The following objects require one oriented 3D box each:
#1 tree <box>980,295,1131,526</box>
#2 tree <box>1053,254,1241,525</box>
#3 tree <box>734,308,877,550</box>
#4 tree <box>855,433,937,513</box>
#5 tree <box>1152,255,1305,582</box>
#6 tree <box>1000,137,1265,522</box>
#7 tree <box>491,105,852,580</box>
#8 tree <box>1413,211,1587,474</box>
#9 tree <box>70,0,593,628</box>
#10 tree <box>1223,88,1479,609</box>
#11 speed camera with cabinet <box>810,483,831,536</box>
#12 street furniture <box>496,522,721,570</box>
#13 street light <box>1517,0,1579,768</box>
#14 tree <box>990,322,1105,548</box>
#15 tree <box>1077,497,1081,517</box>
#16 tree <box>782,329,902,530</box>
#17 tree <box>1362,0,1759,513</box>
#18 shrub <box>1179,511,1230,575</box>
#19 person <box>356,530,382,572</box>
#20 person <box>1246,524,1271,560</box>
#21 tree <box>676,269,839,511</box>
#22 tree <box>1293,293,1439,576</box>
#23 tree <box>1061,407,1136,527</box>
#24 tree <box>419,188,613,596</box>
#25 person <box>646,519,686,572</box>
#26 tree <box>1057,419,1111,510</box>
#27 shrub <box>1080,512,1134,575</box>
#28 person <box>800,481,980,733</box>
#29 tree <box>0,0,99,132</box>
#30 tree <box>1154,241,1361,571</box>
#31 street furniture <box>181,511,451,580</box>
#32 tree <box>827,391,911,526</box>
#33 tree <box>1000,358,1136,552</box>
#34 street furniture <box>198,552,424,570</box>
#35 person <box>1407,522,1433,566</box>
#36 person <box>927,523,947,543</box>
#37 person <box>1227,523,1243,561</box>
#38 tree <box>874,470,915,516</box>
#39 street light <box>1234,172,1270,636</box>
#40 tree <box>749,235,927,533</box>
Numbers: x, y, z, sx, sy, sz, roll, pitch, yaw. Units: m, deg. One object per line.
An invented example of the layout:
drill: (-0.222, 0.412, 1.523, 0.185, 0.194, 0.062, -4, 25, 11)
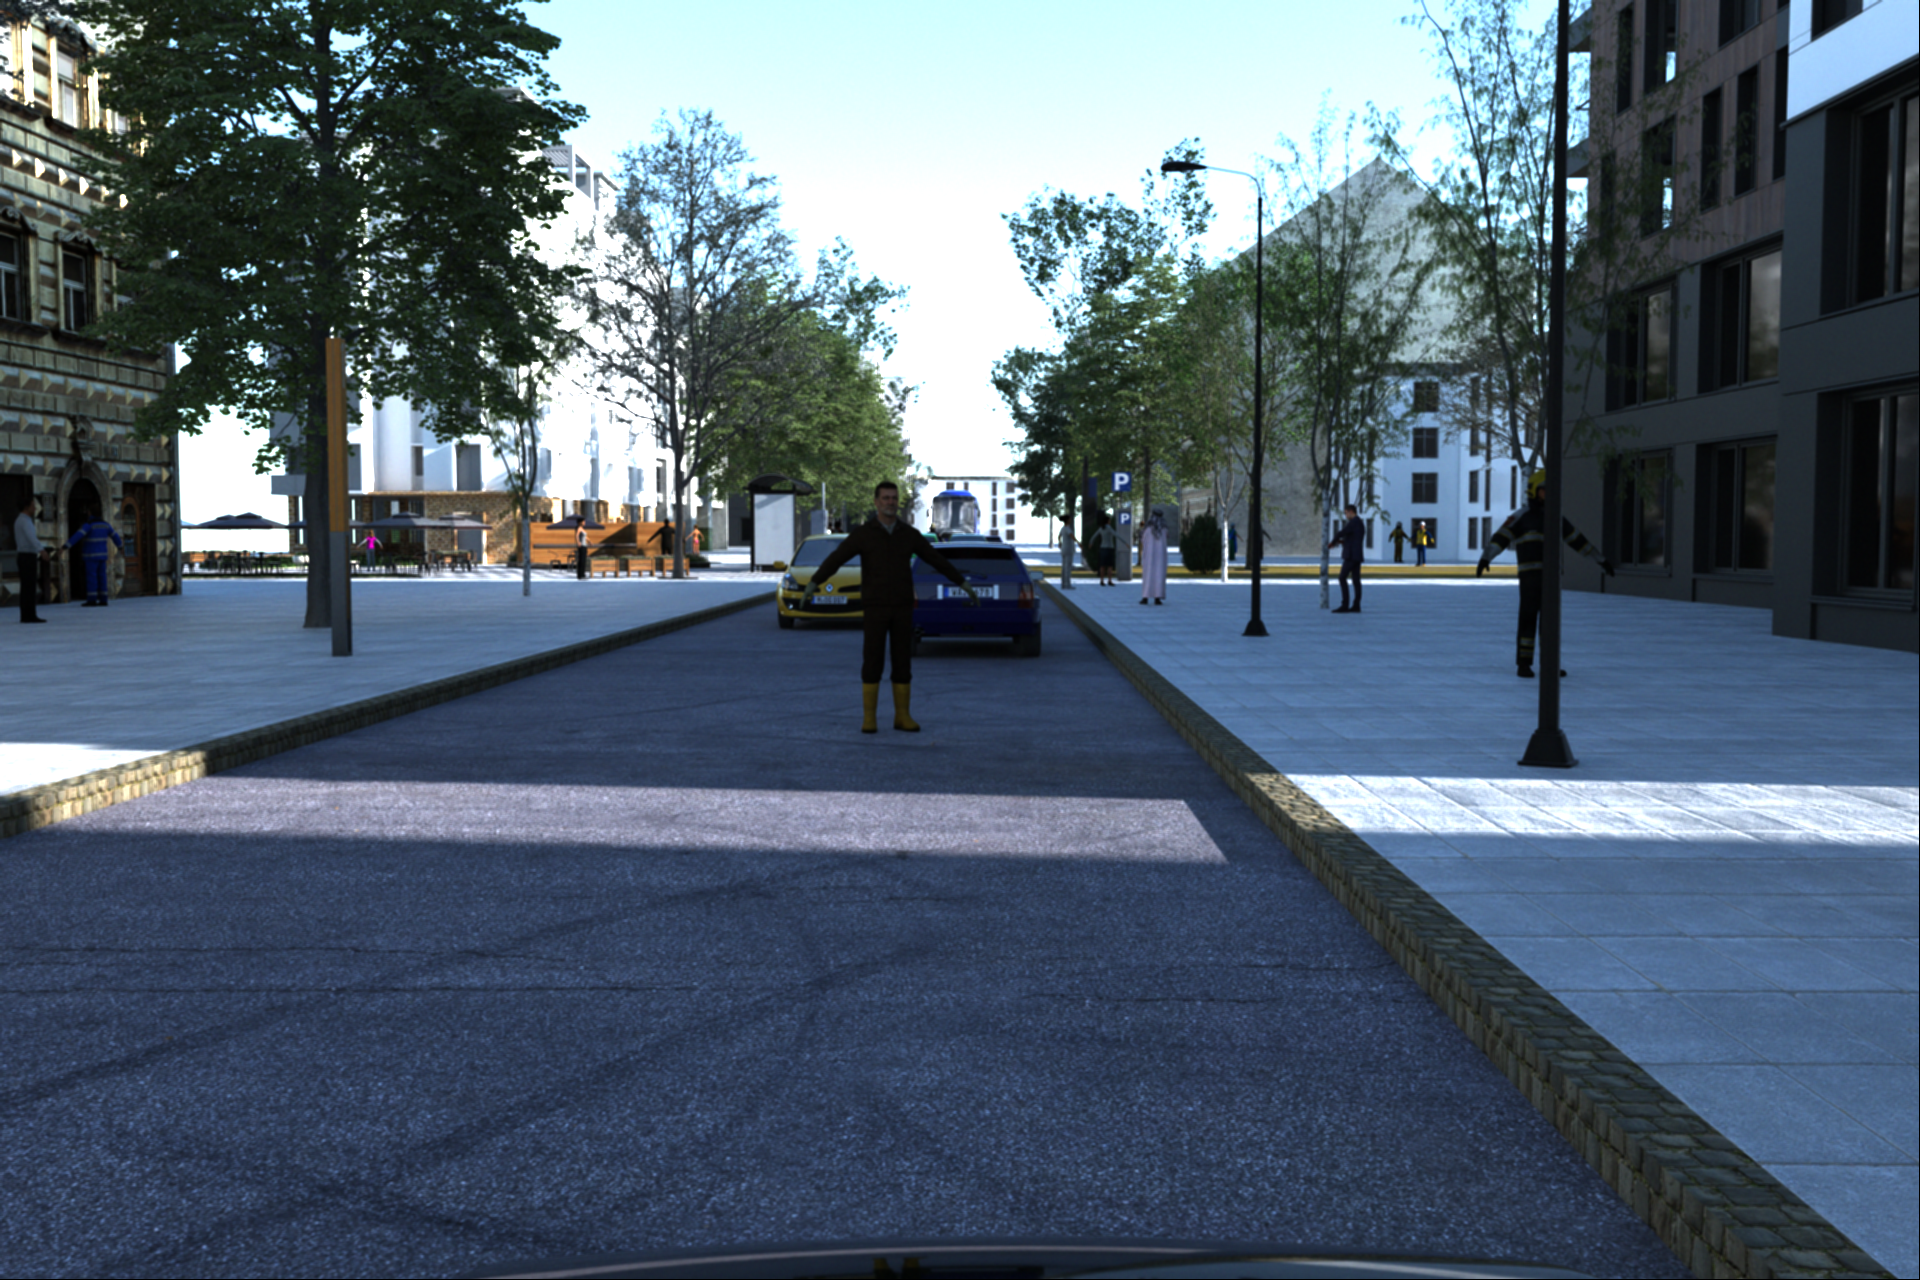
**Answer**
tree: (7.922, -17.345, 139.477, 12.611, 20.169, 13.585, 0, 3, 0)
tree: (7.640, -9.302, 70.221, 7.486, 12.596, 7.792, 0, 3, 0)
tree: (-7.736, -10.269, 86.017, 7.486, 12.596, 7.792, 0, 3, 0)
tree: (-6.568, -13.543, 155.842, 8.767, 10.594, 7.601, -2, 4, -25)
tree: (7.086, -5.862, 46.200, 4.360, 8.622, 3.978, 0, 3, 0)
tree: (8.627, -13.882, 82.863, 12.611, 20.169, 13.585, 0, 3, 0)
tree: (-7.893, -8.482, 49.044, 12.009, 13.543, 11.850, 0, 3, 0)
tree: (22.250, -9.440, 64.721, 12.009, 13.543, 11.850, 0, 3, 0)
tree: (-8.644, -6.470, 23.915, 7.486, 12.596, 7.792, 0, 3, 0)
tree: (6.054, -4.847, 29.616, 4.360, 8.622, 3.978, 0, 3, 0)
speed camera with cabinet: (-5.413, -4.457, 67.213, 0.660, 3.252, 2.038, 0, 4, 2)
street furniture: (-12.925, -3.708, 67.478, 9.812, 1.723, 11.010, -2, 4, -30)
street light: (3.820, -2.258, 9.461, 1.470, 5.913, 1.316, 0, 4, 1)
tree: (9.351, -18.188, 153.269, 12.611, 20.169, 13.585, 0, 3, 0)
tree: (19.091, -18.036, 245.247, 4.360, 8.622, 3.978, 0, 3, 0)
tree: (-6.894, -10.911, 96.516, 7.486, 12.596, 7.792, 0, 3, 0)
tree: (6.567, -4.253, 19.900, 4.360, 8.622, 3.978, 0, 3, 0)
shrub: (7.778, -3.106, 55.196, 1.690, 2.028, 1.600, 0, 3, 0)
person: (-20.141, -3.047, 59.088, 0.599, 1.433, 0.991, 3, 5, 39)
person: (14.982, -4.927, 86.678, 1.348, 1.813, 0.705, -1, 4, -14)
tree: (-8.737, -9.538, 74.066, 7.486, 12.596, 7.792, 0, 3, 0)
tree: (11.852, -6.308, 53.497, 4.360, 8.622, 3.978, 0, 3, 0)
tree: (7.696, -9.083, 98.871, 4.737, 8.622, 4.395, 0, 3, 0)
tree: (-8.789, -5.228, 35.844, 4.360, 8.622, 3.978, 0, 3, 0)
person: (-9.918, -3.201, 58.557, 1.346, 1.802, 0.704, -1, 4, -16)
tree: (8.233, -9.809, 110.733, 4.737, 8.622, 4.395, 0, 3, 0)
shrub: (4.566, -3.023, 53.846, 1.690, 2.028, 1.600, 0, 3, 0)
person: (-0.519, -0.243, 12.569, 1.346, 1.812, 0.704, -1, 4, -17)
tree: (-8.984, -6.105, 10.186, 12.009, 13.543, 11.850, 0, 3, 0)
tree: (10.444, -8.266, 60.900, 9.928, 11.665, 9.643, 0, 3, 0)
street furniture: (-29.757, -2.719, 49.491, 27.439, 1.986, 14.083, 1, 4, 8)
tree: (-7.159, -12.992, 130.540, 7.486, 12.596, 7.792, 0, 3, 0)
tree: (7.795, -13.200, 122.477, 9.857, 13.997, 8.962, 0, 3, 0)
street furniture: (-24.512, -3.114, 66.538, 5.734, 0.657, 10.072, 1, 4, 15)
person: (18.452, -3.850, 69.405, 0.721, 1.772, 1.216, -3, 5, -41)
person: (-1.058, -3.589, 66.915, 1.354, 1.856, 0.705, 1, 4, 19)
person: (13.105, -4.706, 83.062, 0.704, 1.817, 1.347, -2, 4, -26)
tree: (-6.181, -12.041, 147.235, 4.737, 8.622, 4.395, 0, 3, 0)
street light: (4.278, -3.007, 21.704, 1.470, 5.913, 1.316, 0, 4, 0)
tree: (-8.472, -15.711, 112.761, 12.611, 20.169, 13.585, 0, 3, 0)
